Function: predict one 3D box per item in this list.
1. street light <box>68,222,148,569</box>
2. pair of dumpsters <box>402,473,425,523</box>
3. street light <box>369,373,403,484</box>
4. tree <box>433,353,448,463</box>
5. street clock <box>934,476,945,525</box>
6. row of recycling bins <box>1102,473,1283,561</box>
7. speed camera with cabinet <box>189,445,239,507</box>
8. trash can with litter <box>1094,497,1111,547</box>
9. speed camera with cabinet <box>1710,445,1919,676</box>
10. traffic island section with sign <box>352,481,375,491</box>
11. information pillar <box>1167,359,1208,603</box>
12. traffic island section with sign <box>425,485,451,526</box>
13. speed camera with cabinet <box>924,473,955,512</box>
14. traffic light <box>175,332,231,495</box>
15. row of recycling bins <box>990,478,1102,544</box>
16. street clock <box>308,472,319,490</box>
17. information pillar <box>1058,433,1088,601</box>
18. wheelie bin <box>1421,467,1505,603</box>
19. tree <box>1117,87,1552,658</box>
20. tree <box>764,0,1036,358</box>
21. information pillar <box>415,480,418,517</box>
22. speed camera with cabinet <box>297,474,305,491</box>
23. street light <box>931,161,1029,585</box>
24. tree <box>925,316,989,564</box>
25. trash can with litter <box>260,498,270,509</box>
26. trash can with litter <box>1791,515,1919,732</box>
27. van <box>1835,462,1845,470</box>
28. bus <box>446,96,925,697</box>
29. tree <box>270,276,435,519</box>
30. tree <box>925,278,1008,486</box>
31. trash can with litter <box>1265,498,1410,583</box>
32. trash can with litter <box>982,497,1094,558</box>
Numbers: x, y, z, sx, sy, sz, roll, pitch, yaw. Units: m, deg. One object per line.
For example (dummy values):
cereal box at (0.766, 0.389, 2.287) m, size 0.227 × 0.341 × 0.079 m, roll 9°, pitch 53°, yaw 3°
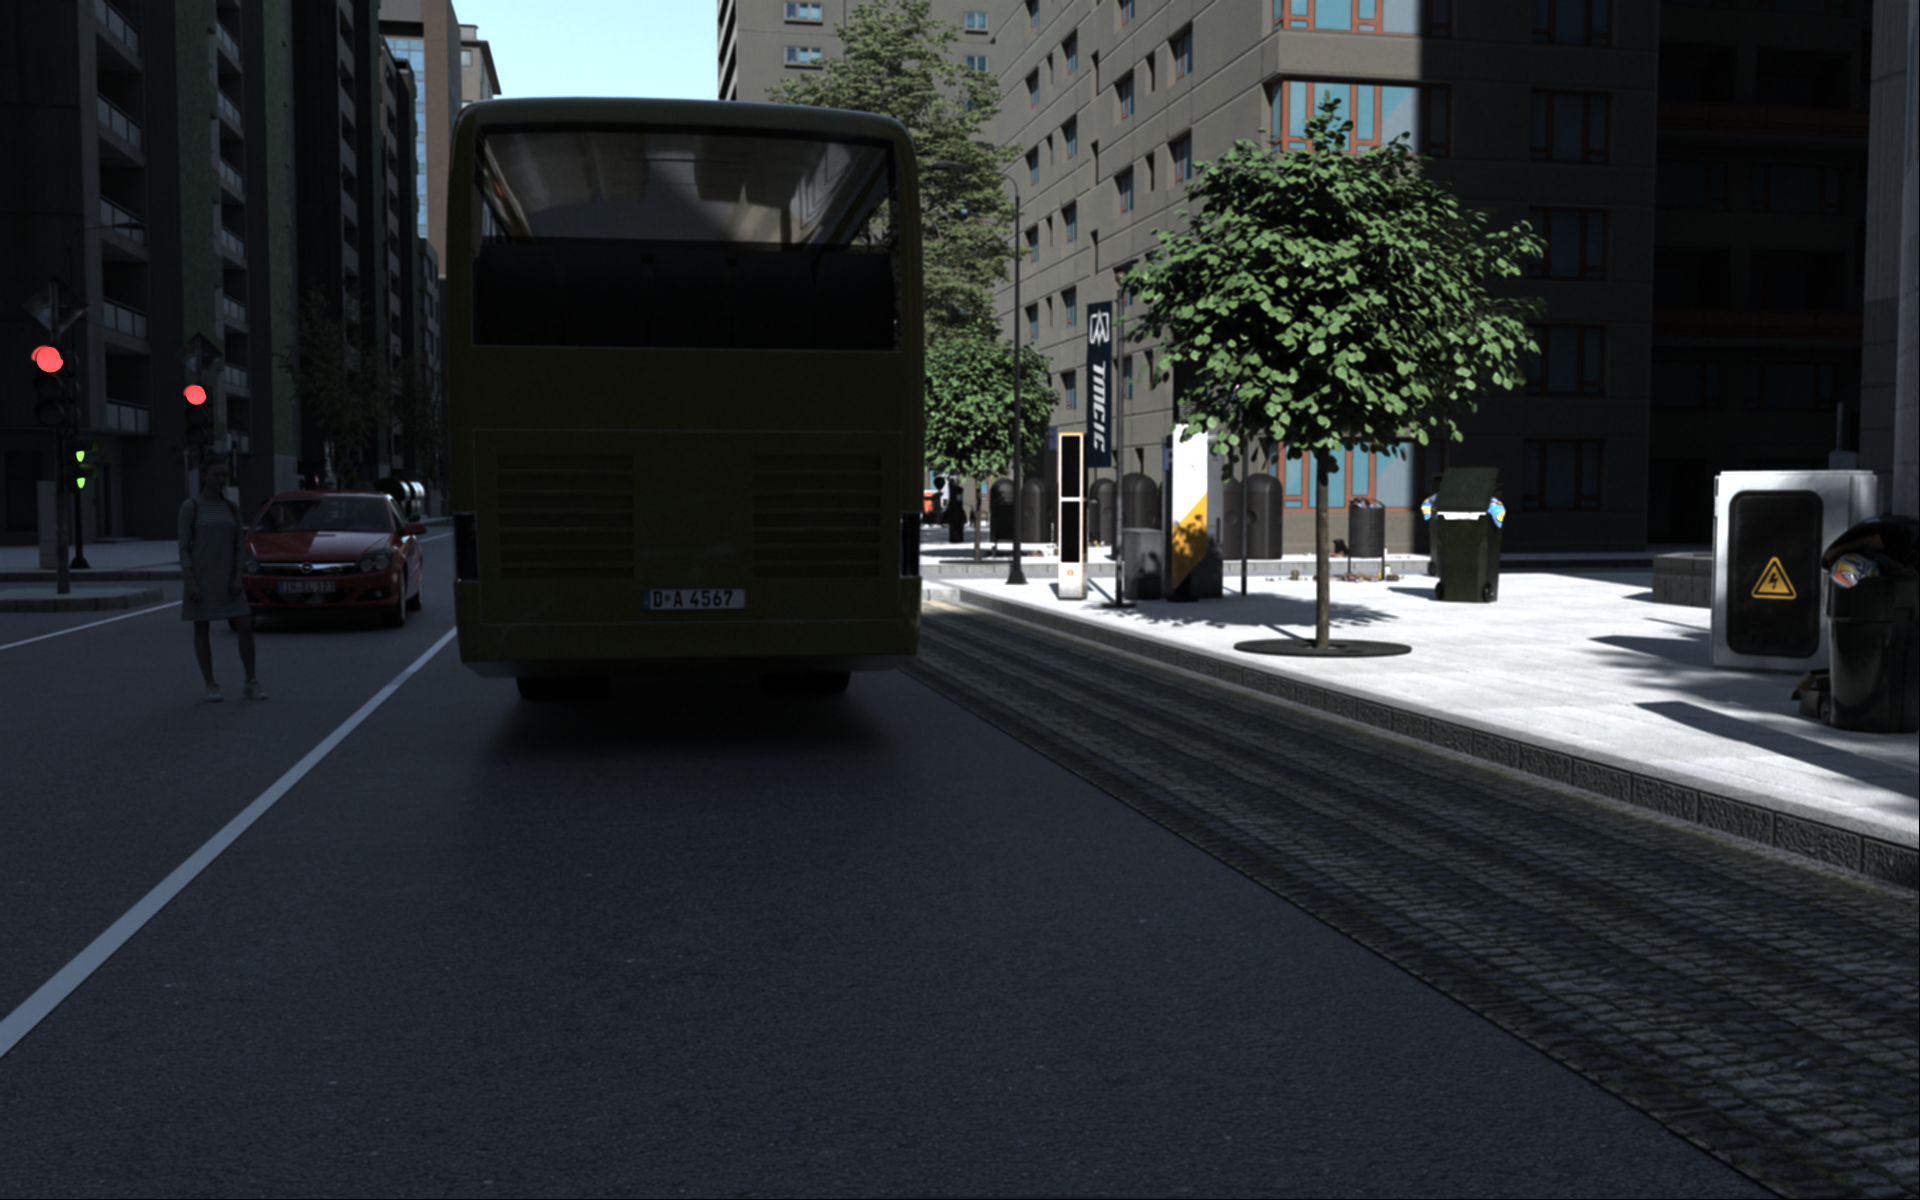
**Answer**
street light at (-14.571, -3.492, 29.631) m, size 1.470 × 5.913 × 1.316 m, roll -1°, pitch 4°, yaw -12°
pair of dumpsters at (-25.066, -4.610, 77.864) m, size 1.574 × 2.255 × 4.437 m, roll -1°, pitch 4°, yaw -12°
street light at (-22.135, -5.758, 66.690) m, size 1.470 × 5.913 × 1.316 m, roll -1°, pitch 4°, yaw -12°
tree at (-27.393, -8.442, 88.385) m, size 4.737 × 8.622 × 4.395 m, roll 0°, pitch 3°, yaw 0°
street clock at (-0.842, -4.073, 71.168) m, size 0.471 × 2.002 × 0.358 m, roll 0°, pitch 4°, yaw 3°
row of recycling bins at (4.657, -1.622, 33.632) m, size 3.534 × 1.692 × 1.069 m, roll -1°, pitch 4°, yaw -19°
speed camera with cabinet at (-18.043, -2.905, 41.836) m, size 0.660 × 3.252 × 2.038 m, roll 0°, pitch 4°, yaw -5°
trash can with litter at (2.853, -1.911, 42.294) m, size 2.233 × 1.210 × 1.678 m, roll -3°, pitch 4°, yaw -38°
speed camera with cabinet at (6.365, -1.082, 12.019) m, size 0.660 × 3.252 × 2.038 m, roll -3°, pitch 5°, yaw -43°
traffic island section with sign at (-17.327, -2.553, 50.363) m, size 1.989 × 1.847 × 2.006 m, roll -1°, pitch 4°, yaw -12°
information pillar at (2.721, -1.787, 20.575) m, size 0.504 × 3.616 × 0.183 m, roll -2°, pitch 4°, yaw -33°
traffic island section with sign at (-22.906, -4.221, 77.645) m, size 1.989 × 1.847 × 2.006 m, roll -1°, pitch 4°, yaw -12°
speed camera with cabinet at (-0.961, -5.043, 76.796) m, size 0.660 × 3.252 × 2.038 m, roll 2°, pitch 4°, yaw 32°
traffic light at (-13.138, -2.514, 30.032) m, size 0.839 × 4.253 × 0.868 m, roll -1°, pitch 4°, yaw -12°
row of recycling bins at (2.453, -2.331, 45.223) m, size 3.534 × 1.692 × 1.069 m, roll 1°, pitch 4°, yaw 20°
street clock at (-20.875, -3.145, 55.997) m, size 0.358 × 2.002 × 0.471 m, roll 0°, pitch 4°, yaw -5°
information pillar at (1.371, -1.006, 20.940) m, size 0.304 × 2.012 × 0.304 m, roll 1°, pitch 4°, yaw 18°
wheelie bin at (6.067, -0.782, 20.686) m, size 0.980 × 1.594 × 0.693 m, roll 3°, pitch 4°, yaw 36°
tree at (2.955, -1.866, 14.231) m, size 4.285 × 4.588 × 4.351 m, roll 0°, pitch 3°, yaw 0°
tree at (-1.811, -7.448, 39.902) m, size 7.486 × 12.596 × 7.792 m, roll 0°, pitch 3°, yaw 0°
information pillar at (-29.236, -5.421, 93.123) m, size 0.304 × 2.012 × 0.304 m, roll 1°, pitch 4°, yaw 18°
speed camera with cabinet at (-30.572, -5.177, 78.977) m, size 0.660 × 3.252 × 2.038 m, roll 0°, pitch 4°, yaw 3°
street light at (0.279, -3.174, 24.443) m, size 1.470 × 5.913 × 1.316 m, roll -1°, pitch 4°, yaw -12°
tree at (0.259, -2.964, 32.168) m, size 4.285 × 4.588 × 4.351 m, roll 0°, pitch 3°, yaw 0°
trash can with litter at (-20.369, -2.413, 50.844) m, size 0.624 × 1.170 × 1.055 m, roll -3°, pitch 5°, yaw -43°
trash can with litter at (4.960, 0.106, 9.661) m, size 0.624 × 1.170 × 1.055 m, roll 0°, pitch 4°, yaw 2°
van at (16.384, -1.541, 32.209) m, size 4.112 × 2.044 × 2.013 m, roll -1°, pitch 4°, yaw -12°
bus at (-2.465, -1.444, 15.162) m, size 2.896 × 3.916 × 12.252 m, roll -1°, pitch 4°, yaw -10°
tree at (-21.277, -6.671, 59.427) m, size 4.737 × 8.622 × 4.395 m, roll 0°, pitch 3°, yaw 0°
tree at (-0.039, -6.557, 57.562) m, size 4.737 × 8.622 × 4.395 m, roll 0°, pitch 3°, yaw 0°
trash can with litter at (5.649, -0.904, 25.830) m, size 2.233 × 1.210 × 1.678 m, roll 0°, pitch 4°, yaw 1°
trash can with litter at (1.393, -1.516, 35.839) m, size 2.233 × 1.210 × 1.678 m, roll -1°, pitch 4°, yaw -14°
